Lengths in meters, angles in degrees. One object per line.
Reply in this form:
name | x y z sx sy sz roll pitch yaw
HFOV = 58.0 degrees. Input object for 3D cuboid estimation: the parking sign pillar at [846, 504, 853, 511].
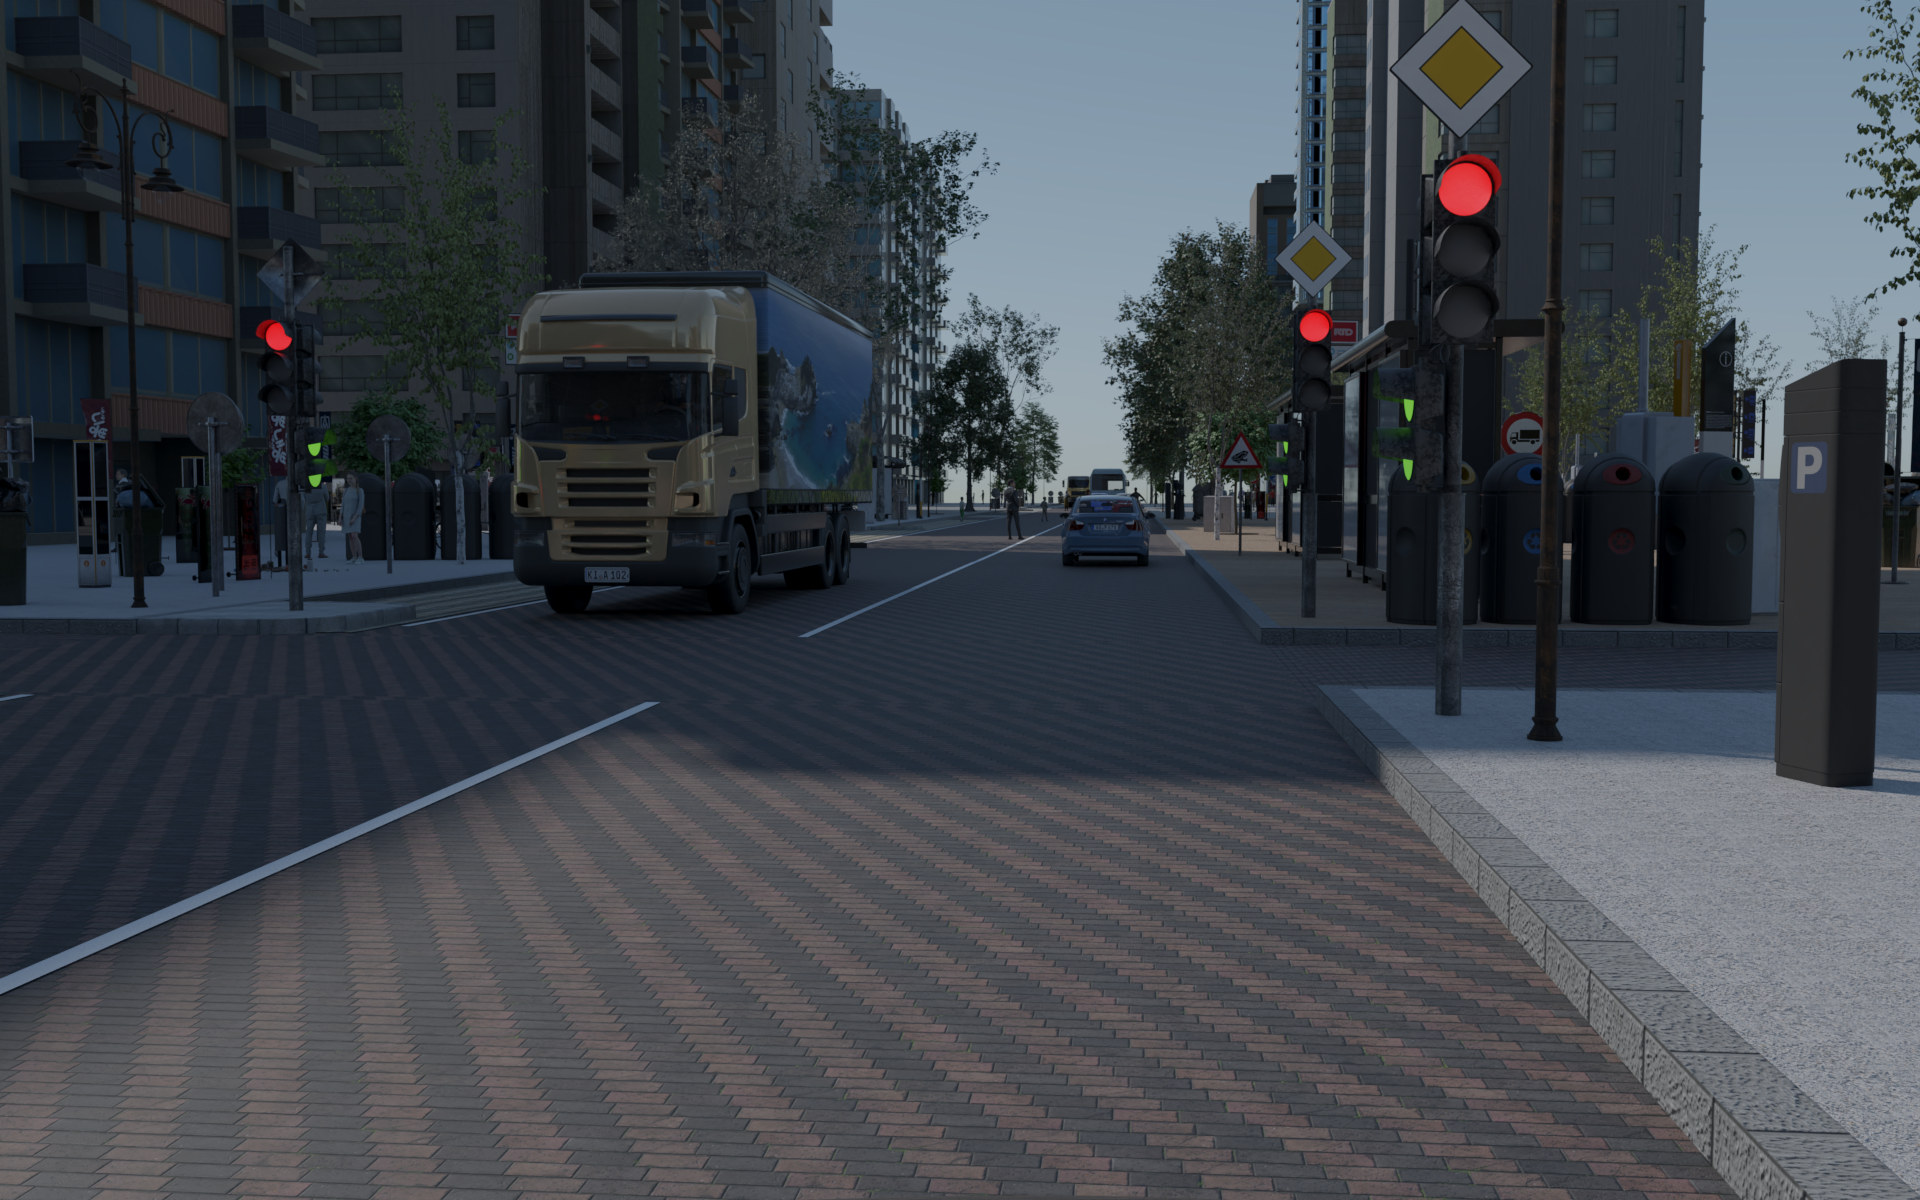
parking sign pillar | -6.438 -6.400 93.117 1.447 3.967 1.447 0 4 1

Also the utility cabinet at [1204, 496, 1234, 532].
utility cabinet | 8.699 -2.877 58.194 1.020 1.237 0.306 3 4 36

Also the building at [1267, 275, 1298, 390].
building | 46.780 -27.898 227.839 14.160 30.474 14.107 0 4 6

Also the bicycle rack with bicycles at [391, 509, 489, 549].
bicycle rack with bicycles | -12.368 -1.710 41.341 2.852 0.926 2.925 -2 4 -23

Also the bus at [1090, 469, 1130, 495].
bus | 11.314 -8.339 131.197 2.948 3.499 13.247 0 4 6

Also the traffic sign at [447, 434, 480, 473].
traffic sign | -10.475 -2.227 36.517 0.768 2.556 0.104 1 4 14

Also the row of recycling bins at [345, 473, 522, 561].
row of recycling bins | -10.184 -1.637 33.872 3.534 1.692 1.069 -1 4 -11

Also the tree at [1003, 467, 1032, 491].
tree | 6.010 -12.151 182.378 4.285 4.588 4.351 0 3 0

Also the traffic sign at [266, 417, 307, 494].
traffic sign | -10.500 -1.652 27.114 0.768 2.556 0.104 0 4 7

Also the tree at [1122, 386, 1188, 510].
tree | 17.345 -13.225 141.977 9.928 11.665 9.643 0 3 0

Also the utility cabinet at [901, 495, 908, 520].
utility cabinet | -2.889 -4.621 86.710 0.306 1.237 1.020 -1 4 -21

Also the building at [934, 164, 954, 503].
building | -13.512 -37.838 238.261 23.786 49.044 30.456 0 4 6

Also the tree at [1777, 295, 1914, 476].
tree | 32.940 -6.927 63.622 4.360 8.622 3.978 0 3 0

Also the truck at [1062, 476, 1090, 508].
truck | 12.995 -11.663 186.610 3.469 3.379 9.791 0 4 7

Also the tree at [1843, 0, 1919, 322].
tree | 12.667 -4.324 21.054 4.737 8.622 4.395 0 3 0

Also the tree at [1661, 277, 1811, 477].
tree | 25.360 -6.588 58.080 4.360 8.622 3.978 0 3 0

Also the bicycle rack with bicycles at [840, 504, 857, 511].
bicycle rack with bicycles | -6.015 -4.507 87.069 2.925 0.926 2.852 0 4 4

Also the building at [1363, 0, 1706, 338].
building | 39.416 -35.474 122.000 21.231 58.520 28.212 0 4 6

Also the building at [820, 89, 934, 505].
building | -16.991 -35.991 208.057 23.786 49.044 30.456 0 4 6

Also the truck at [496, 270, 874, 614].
truck | -3.353 -2.156 24.161 2.839 4.237 11.283 0 4 7

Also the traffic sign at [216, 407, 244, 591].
traffic sign | -9.805 -1.395 22.909 0.768 2.556 0.104 1 4 15

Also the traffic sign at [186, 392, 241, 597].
traffic sign | -9.309 -1.314 21.587 0.768 2.556 0.104 1 4 13

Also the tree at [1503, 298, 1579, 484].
tree | 23.224 -7.066 65.898 4.737 8.622 4.395 0 3 0

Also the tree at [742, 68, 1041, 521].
tree | -5.057 -13.706 79.981 12.611 20.169 13.585 0 3 0

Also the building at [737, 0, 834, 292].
building | -25.166 -33.582 138.300 28.713 52.752 27.495 0 4 6

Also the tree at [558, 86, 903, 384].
tree | -6.978 -8.715 52.862 12.009 13.543 11.850 0 3 0

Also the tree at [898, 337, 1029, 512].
tree | 0.632 -12.818 126.581 9.611 12.733 9.660 0 3 0

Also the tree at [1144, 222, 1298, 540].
tree | 7.327 -5.976 48.067 4.360 8.622 3.978 0 3 0

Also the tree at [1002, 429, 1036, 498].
tree | 6.215 -14.472 186.985 4.737 8.622 4.395 0 3 0

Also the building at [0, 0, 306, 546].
building | -31.932 -24.083 48.385 22.147 44.769 28.867 0 4 6

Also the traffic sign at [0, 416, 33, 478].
traffic sign | -12.410 -1.256 22.670 0.606 2.300 0.079 0 4 7

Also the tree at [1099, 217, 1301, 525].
tree | 10.608 -9.498 72.305 9.611 12.733 9.660 0 3 0

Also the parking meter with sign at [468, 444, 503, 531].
parking meter with sign | -16.878 -3.936 60.619 1.738 3.016 0.543 -1 4 -11

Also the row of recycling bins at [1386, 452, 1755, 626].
row of recycling bins | 6.036 -0.620 17.257 3.534 1.692 1.069 0 3 0

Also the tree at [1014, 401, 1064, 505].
tree | 9.257 -17.975 212.011 7.486 12.596 7.792 0 3 0

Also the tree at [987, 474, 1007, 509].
tree | 3.358 -9.376 147.903 1.663 3.219 1.824 0 3 0

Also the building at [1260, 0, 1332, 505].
building | 48.123 -54.477 203.374 22.319 86.520 31.000 0 4 6

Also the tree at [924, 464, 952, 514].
tree | -1.482 -7.055 109.944 1.663 3.219 1.824 0 3 0

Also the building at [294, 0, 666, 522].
building | -23.113 -19.141 84.651 14.160 30.474 14.107 0 4 6

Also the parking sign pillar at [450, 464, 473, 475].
parking sign pillar | -21.190 -5.248 74.278 1.447 3.967 1.447 1 4 21

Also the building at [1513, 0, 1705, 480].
building | 34.202 -25.568 101.637 14.154 41.232 14.086 0 4 6

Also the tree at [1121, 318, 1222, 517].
tree | 12.768 -10.989 97.792 7.486 12.596 7.792 0 3 0

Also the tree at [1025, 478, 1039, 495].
tree | 8.141 -12.287 195.493 1.663 3.219 1.824 0 3 0

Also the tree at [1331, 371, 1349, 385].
tree | 19.656 -8.380 87.370 4.737 8.622 4.395 0 3 0

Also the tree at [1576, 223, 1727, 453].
tree | 19.763 -5.964 47.866 4.737 8.622 4.395 0 3 0

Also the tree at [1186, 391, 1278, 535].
tree | 8.807 -4.365 55.084 4.285 4.588 4.351 0 3 0

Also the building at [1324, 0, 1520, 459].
building | 37.425 -28.216 144.928 14.154 41.232 14.086 0 4 6

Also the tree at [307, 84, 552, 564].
tree | -9.210 -4.941 31.140 4.737 8.622 4.395 0 3 0

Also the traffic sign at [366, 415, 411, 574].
traffic sign | -9.205 -1.699 27.880 0.768 2.556 0.104 1 4 8

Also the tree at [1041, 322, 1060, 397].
tree | 3.249 -18.714 161.865 12.611 20.169 13.585 0 3 0

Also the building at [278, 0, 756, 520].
building | -25.473 -27.866 110.235 22.147 44.769 28.867 0 4 6

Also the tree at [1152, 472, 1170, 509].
tree | 17.480 -9.477 149.542 1.663 3.219 1.824 0 3 0

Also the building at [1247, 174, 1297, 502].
building | 47.705 -36.194 241.879 14.600 45.320 14.200 0 4 6
